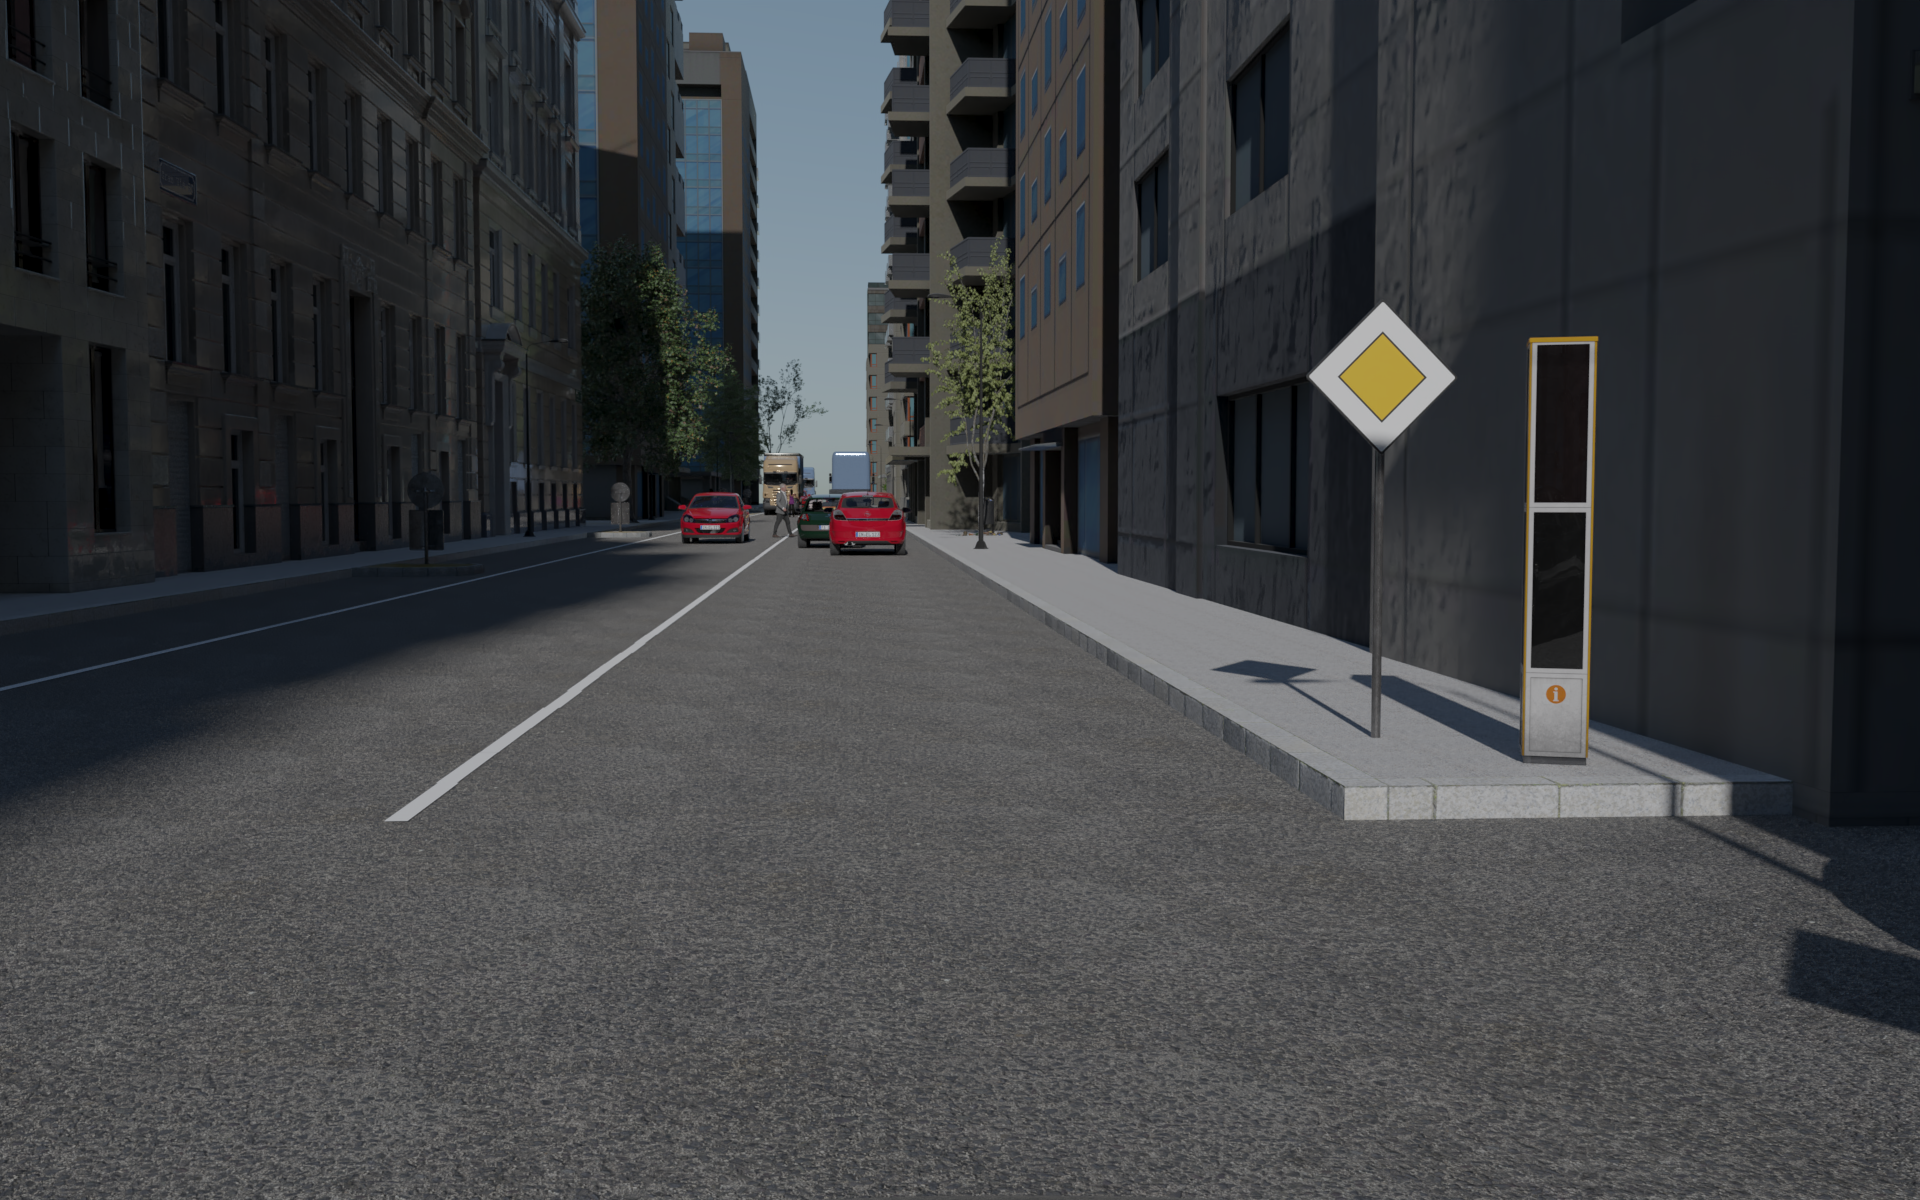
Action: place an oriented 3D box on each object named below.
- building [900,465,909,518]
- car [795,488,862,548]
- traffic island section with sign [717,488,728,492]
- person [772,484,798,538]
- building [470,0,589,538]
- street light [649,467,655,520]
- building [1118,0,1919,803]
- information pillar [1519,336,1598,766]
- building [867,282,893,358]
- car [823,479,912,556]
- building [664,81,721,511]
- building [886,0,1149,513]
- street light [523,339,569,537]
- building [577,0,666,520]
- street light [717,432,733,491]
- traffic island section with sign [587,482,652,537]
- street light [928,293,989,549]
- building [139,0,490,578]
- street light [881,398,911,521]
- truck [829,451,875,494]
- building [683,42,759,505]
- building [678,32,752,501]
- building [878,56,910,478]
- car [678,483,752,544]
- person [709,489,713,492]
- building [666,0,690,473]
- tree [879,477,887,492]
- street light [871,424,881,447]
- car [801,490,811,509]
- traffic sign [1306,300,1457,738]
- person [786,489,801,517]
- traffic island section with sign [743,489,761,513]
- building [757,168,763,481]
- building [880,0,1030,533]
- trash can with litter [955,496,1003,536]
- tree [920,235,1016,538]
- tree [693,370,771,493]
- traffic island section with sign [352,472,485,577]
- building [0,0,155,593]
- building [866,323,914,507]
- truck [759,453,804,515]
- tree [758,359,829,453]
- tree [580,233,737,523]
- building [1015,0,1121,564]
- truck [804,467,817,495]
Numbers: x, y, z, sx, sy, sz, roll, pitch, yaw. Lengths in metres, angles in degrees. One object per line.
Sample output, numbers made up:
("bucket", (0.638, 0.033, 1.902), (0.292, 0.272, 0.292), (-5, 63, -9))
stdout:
("building", (12.866, -24.829, 97.837), (32.217, 40.220, 23.993), (0, 4, -4))
("car", (-3.508, -2.285, 47.149), (2.009, 1.686, 4.222), (0, 4, -3))
("traffic island section with sign", (-14.684, -6.049, 107.526), (1.989, 1.847, 2.006), (0, 4, -4))
("person", (-5.775, -2.944, 57.039), (0.834, 1.777, 0.661), (1, 4, 9))
("building", (-20.725, -16.717, 59.220), (13.634, 28.700, 20.117), (0, 4, -4))
("street light", (-14.612, -6.878, 84.997), (1.470, 5.913, 1.316), (0, 4, -4))
("building", (13.350, -35.343, 16.112), (20.611, 71.187, 20.563), (0, 4, -4))
("information pillar", (2.857, -0.232, 8.288), (0.304, 2.012, 0.304), (1, 4, 16))
("building", (-5.650, -28.429, 236.518), (14.160, 30.474, 14.107), (0, 4, -4))
("car", (-2.233, -2.006, 41.842), (2.155, 1.783, 4.494), (0, 4, -3))
("building", (-35.406, -27.128, 135.416), (32.217, 40.220, 23.993), (0, 4, -4))
("building", (4.051, -43.465, 148.903), (20.563, 71.187, 20.611), (0, 4, -4))
("street light", (-12.406, -4.854, 51.909), (1.470, 5.913, 1.316), (0, 4, -4))
("building", (-22.794, -26.858, 89.231), (14.600, 45.320, 14.200), (0, 4, -4))
("street light", (-17.601, -9.599, 129.479), (1.470, 5.913, 1.316), (0, 4, -4))
("traffic island section with sign", (-11.413, -3.033, 58.215), (1.989, 1.847, 2.006), (0, 4, -4))
("street light", (-0.050, -4.140, 40.231), (1.470, 5.913, 1.316), (0, 4, -4))
("building", (-18.663, -14.649, 36.781), (12.463, 27.353, 25.104), (0, 4, -4))
("street light", (-2.947, -6.795, 83.636), (1.470, 5.913, 1.316), (0, 4, -4))
("truck", (-6.679, -6.959, 103.545), (2.967, 4.110, 18.799), (0, 4, -2))
("building", (-33.424, -34.640, 190.063), (21.300, 48.544, 21.600), (0, 4, -4))
("building", (-28.175, -31.957, 172.602), (14.600, 45.320, 14.200), (0, 4, -4))
("building", (3.270, -34.567, 184.774), (23.786, 49.044, 30.456), (0, 4, -4))
("car", (-7.238, -2.595, 51.467), (2.155, 1.783, 4.494), (0, 4, -3))
("person", (-13.816, -5.278, 95.524), (0.721, 1.735, 1.217), (0, 4, 1))
("building", (-31.900, -31.805, 109.257), (28.713, 52.752, 27.495), (0, 4, -4))
("tree", (-6.740, -10.629, 168.388), (1.663, 3.219, 1.824), (0, 3, 0))
("street light", (-4.968, -8.706, 114.876), (1.470, 5.913, 1.316), (0, 4, -4))
("car", (-13.053, -7.925, 138.249), (2.281, 1.827, 5.304), (0, 4, -5))
("traffic sign", (2.187, -0.331, 9.061), (0.795, 2.450, 0.064), (0, 4, -4))
("person", (-10.425, -5.983, 107.006), (1.217, 1.739, 0.721), (-1, 4, -19))
("traffic island section with sign", (-16.471, -7.701, 134.535), (1.989, 1.847, 2.006), (0, 4, -4))
("building", (-36.588, -36.535, 216.962), (23.786, 49.044, 30.456), (0, 4, -4))
("building", (7.986, -25.389, 69.738), (22.147, 44.769, 28.867), (0, 4, -4))
("trash can with litter", (0.535, -2.607, 53.687), (1.678, 1.210, 2.233), (3, 5, 41))
("tree", (0.697, -6.113, 50.316), (4.737, 8.622, 4.395), (0, 3, 0))
("tree", (-21.179, -14.695, 158.392), (7.486, 12.596, 7.792), (0, 3, 0))
("traffic island section with sign", (-9.614, -1.365, 30.952), (1.989, 1.847, 2.006), (0, 4, -4))
("building", (-16.334, -9.855, 15.885), (10.420, 20.320, 16.860), (0, 4, -4))
("building", (2.329, -22.647, 215.322), (27.650, 21.520, 28.899), (0, 4, -4))
("truck", (-12.244, -8.027, 120.150), (2.839, 4.237, 11.283), (0, 4, -3))
("tree", (-25.096, -23.607, 241.864), (12.611, 20.169, 13.585), (0, 3, 0))
("tree", (-14.687, -9.739, 76.241), (9.611, 12.733, 9.660), (0, 3, 0))
("building", (8.805, -23.698, 37.569), (14.600, 45.320, 14.200), (0, 4, -4))
("truck", (-16.084, -11.584, 179.154), (2.967, 4.110, 18.799), (0, 4, -4))
